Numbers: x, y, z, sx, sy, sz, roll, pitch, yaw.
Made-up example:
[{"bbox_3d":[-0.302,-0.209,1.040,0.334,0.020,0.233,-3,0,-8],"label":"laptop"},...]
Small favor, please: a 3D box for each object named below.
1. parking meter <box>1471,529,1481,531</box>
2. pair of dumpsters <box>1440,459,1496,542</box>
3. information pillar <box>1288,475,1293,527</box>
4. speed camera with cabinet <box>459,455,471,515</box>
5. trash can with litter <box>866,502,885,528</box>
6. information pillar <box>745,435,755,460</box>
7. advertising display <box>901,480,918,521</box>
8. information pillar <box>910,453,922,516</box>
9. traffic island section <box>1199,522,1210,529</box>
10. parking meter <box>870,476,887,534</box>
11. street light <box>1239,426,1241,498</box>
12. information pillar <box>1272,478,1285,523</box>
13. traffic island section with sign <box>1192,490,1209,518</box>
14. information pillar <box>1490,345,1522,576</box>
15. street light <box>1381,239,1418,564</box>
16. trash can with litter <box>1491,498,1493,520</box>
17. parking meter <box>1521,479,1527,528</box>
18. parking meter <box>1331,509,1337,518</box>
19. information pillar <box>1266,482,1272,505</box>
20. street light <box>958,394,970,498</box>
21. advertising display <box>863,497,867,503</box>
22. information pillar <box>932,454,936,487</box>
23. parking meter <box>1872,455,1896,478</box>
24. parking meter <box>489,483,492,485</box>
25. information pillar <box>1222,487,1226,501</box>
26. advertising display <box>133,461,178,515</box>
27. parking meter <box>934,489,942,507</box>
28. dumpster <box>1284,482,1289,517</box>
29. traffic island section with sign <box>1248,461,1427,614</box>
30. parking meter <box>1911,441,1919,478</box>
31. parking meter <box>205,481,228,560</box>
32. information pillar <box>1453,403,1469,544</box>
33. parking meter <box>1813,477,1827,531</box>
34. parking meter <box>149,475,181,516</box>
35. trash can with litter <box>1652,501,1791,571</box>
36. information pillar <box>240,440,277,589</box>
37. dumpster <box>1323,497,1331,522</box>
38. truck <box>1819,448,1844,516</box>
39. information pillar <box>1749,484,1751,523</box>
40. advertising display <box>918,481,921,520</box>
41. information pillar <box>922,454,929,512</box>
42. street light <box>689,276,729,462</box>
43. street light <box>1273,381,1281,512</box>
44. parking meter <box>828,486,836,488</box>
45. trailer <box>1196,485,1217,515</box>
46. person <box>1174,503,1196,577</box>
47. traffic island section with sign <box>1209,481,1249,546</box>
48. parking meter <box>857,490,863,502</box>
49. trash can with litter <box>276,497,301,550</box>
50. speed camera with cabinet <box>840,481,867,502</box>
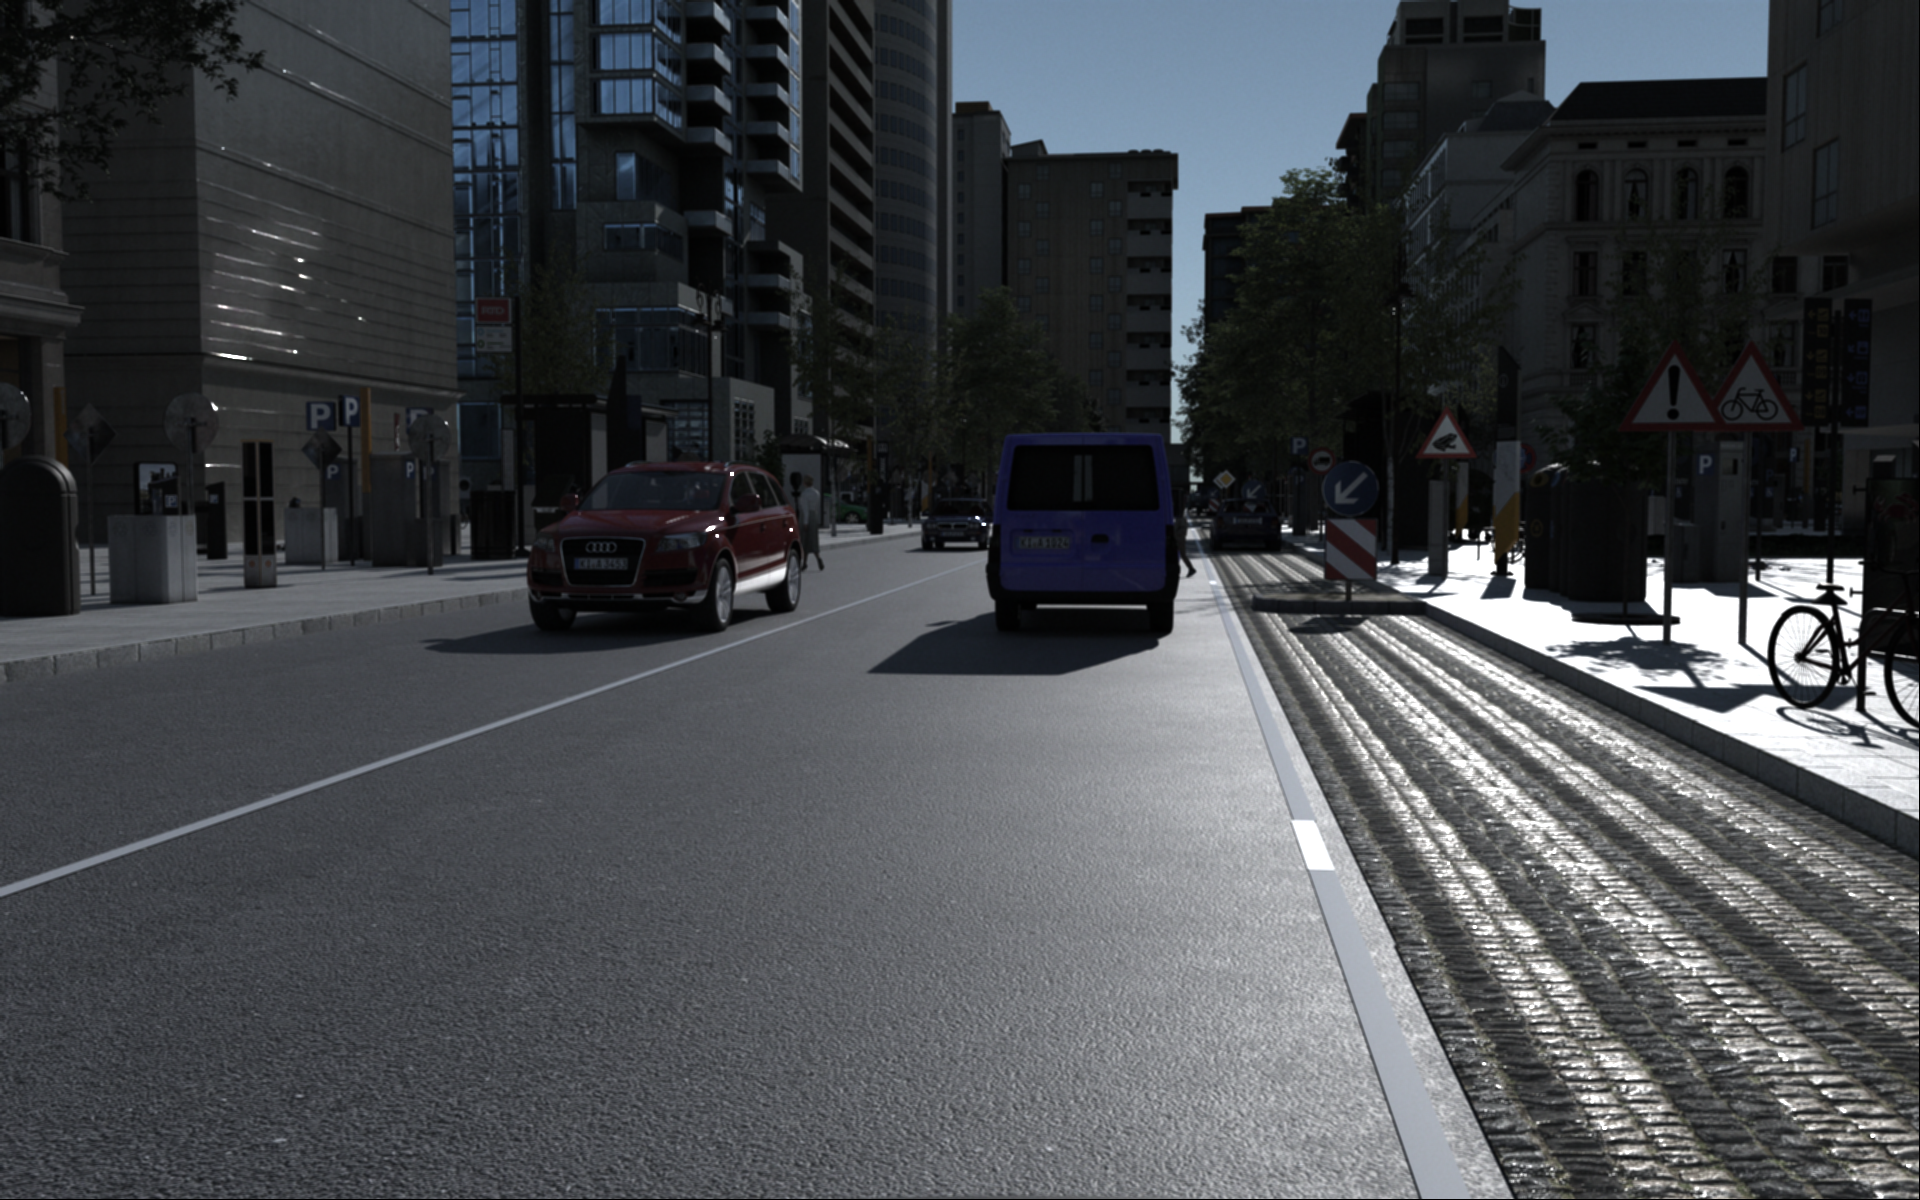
[{"bbox_3d":[17.045,-2.986,57.235,0.372,1.533,0.369,0,3,0],"label":"parking meter"},{"bbox_3d":[13.881,-2.810,48.431,1.574,2.255,4.437,0,4,7],"label":"pair of dumpsters"},{"bbox_3d":[12.912,-3.824,67.019,0.304,2.012,0.304,-3,5,-44],"label":"information pillar"},{"bbox_3d":[-25.804,-5.697,87.487,2.038,3.252,0.660,-3,4,-38],"label":"speed camera with cabinet"},{"bbox_3d":[-3.259,-3.348,66.124,0.624,1.170,1.055,1,4,9],"label":"trash can with litter"},{"bbox_3d":[-8.353,-4.742,68.892,0.504,3.616,0.183,3,5,43],"label":"information pillar"},{"bbox_3d":[-2.455,-4.725,82.463,0.123,1.923,0.974,2,4,34],"label":"advertising display"},{"bbox_3d":[-2.566,-6.512,97.832,0.504,3.616,0.183,2,4,29],"label":"information pillar"},{"bbox_3d":[11.877,-3.447,78.640,2.009,0.180,2.903,0,4,7],"label":"traffic island section"},{"bbox_3d":[-2.654,-3.032,55.282,0.399,1.863,0.255,-2,4,-29],"label":"parking meter"},{"bbox_3d":[18.298,-8.593,113.283,0.468,5.910,1.993,0,4,7],"label":"street light"},{"bbox_3d":[14.327,-4.469,77.562,0.304,2.012,0.304,-3,5,-44],"label":"information pillar"},{"bbox_3d":[14.987,-5.775,103.043,1.989,1.847,2.006,0,4,7],"label":"traffic island section with sign"},{"bbox_3d":[8.588,-2.190,27.166,0.183,3.616,0.504,-1,4,-22],"label":"information pillar"},{"bbox_3d":[7.998,-3.601,31.666,0.468,5.910,1.993,0,4,7],"label":"street light"},{"bbox_3d":[26.956,-4.611,86.775,0.624,1.170,1.055,1,4,21],"label":"trash can with litter"},{"bbox_3d":[20.102,-3.450,62.122,0.399,1.863,0.255,1,4,22],"label":"parking meter"},{"bbox_3d":[14.415,-3.545,66.377,0.372,1.533,0.369,0,3,0],"label":"parking meter"},{"bbox_3d":[18.800,-6.155,105.129,0.304,2.012,0.304,-2,4,-34],"label":"information pillar"},{"bbox_3d":[0.173,-6.572,80.233,0.468,5.910,1.993,0,4,7],"label":"street light"},{"bbox_3d":[-8.084,-8.528,144.652,0.974,1.923,0.123,0,4,2],"label":"advertising display"},{"bbox_3d":[-1.620,-6.736,101.486,0.504,3.616,0.183,-3,4,-36],"label":"information pillar"},{"bbox_3d":[13.820,-1.237,25.942,0.255,1.863,0.399,3,4,38],"label":"parking meter"},{"bbox_3d":[-24.110,-5.128,89.551,0.399,1.863,0.255,2,4,35],"label":"parking meter"},{"bbox_3d":[22.486,-8.775,147.964,0.304,2.012,0.304,-2,4,-30],"label":"information pillar"},{"bbox_3d":[-15.981,-1.789,34.464,0.123,1.923,0.974,2,4,23],"label":"advertising display"},{"bbox_3d":[-1.023,-4.392,80.212,0.372,1.533,0.369,0,3,0],"label":"parking meter"},{"bbox_3d":[15.096,-4.473,78.892,1.264,1.857,1.865,0,4,7],"label":"dumpster"},{"bbox_3d":[4.666,-0.789,21.525,1.989,1.847,2.006,0,4,7],"label":"traffic island section with sign"},{"bbox_3d":[10.457,-0.797,18.736,0.255,1.863,0.399,1,4,14],"label":"parking meter"},{"bbox_3d":[-14.622,-1.568,34.056,0.372,1.533,0.369,0,3,0],"label":"parking meter"},{"bbox_3d":[13.043,-3.280,44.985,0.504,3.616,0.183,-3,5,-44],"label":"information pillar"},{"bbox_3d":[29.602,-3.295,59.590,0.255,1.863,0.399,0,4,-2],"label":"parking meter"},{"bbox_3d":[-10.587,-0.899,23.108,0.372,1.533,0.369,0,3,0],"label":"parking meter"},{"bbox_3d":[13.333,-1.152,29.897,1.678,1.210,2.233,-1,4,-14],"label":"trash can with litter"},{"bbox_3d":[-9.534,-1.166,23.551,0.304,2.012,0.304,1,4,23],"label":"information pillar"},{"bbox_3d":[17.150,-4.647,78.468,1.502,2.255,1.985,0,4,7],"label":"dumpster"},{"bbox_3d":[39.923,-4.620,71.468,9.791,3.379,3.469,0,4,5],"label":"truck"},{"bbox_3d":[25.145,-3.122,55.544,0.304,2.012,0.304,1,4,12],"label":"information pillar"},{"bbox_3d":[-2.086,-4.908,85.467,0.123,1.923,0.974,-1,4,-13],"label":"advertising display"},{"bbox_3d":[-2.016,-6.681,100.588,0.504,3.616,0.183,1,4,17],"label":"information pillar"},{"bbox_3d":[-5.312,-3.917,36.836,0.468,5.910,1.993,0,4,7],"label":"street light"},{"bbox_3d":[12.708,-5.930,69.746,0.468,5.910,1.993,0,4,7],"label":"street light"},{"bbox_3d":[-6.348,-4.919,86.143,0.255,1.863,0.399,-3,4,-37],"label":"parking meter"},{"bbox_3d":[16.104,-6.461,112.687,1.471,1.999,3.904,0,4,5],"label":"trailer"},{"bbox_3d":[3.796,-1.047,29.894,0.640,1.303,0.475,-1,4,-21],"label":"person"},{"bbox_3d":[8.070,-2.434,48.423,1.989,1.847,2.006,0,4,7],"label":"traffic island section with sign"},{"bbox_3d":[-6.381,-6.256,110.688,0.372,1.533,0.369,0,3,0],"label":"parking meter"},{"bbox_3d":[-15.316,-1.787,40.282,1.678,1.210,2.233,-1,4,-16],"label":"trash can with litter"},{"bbox_3d":[-7.314,-7.598,118.562,2.038,3.252,0.660,-1,4,-16],"label":"speed camera with cabinet"}]
